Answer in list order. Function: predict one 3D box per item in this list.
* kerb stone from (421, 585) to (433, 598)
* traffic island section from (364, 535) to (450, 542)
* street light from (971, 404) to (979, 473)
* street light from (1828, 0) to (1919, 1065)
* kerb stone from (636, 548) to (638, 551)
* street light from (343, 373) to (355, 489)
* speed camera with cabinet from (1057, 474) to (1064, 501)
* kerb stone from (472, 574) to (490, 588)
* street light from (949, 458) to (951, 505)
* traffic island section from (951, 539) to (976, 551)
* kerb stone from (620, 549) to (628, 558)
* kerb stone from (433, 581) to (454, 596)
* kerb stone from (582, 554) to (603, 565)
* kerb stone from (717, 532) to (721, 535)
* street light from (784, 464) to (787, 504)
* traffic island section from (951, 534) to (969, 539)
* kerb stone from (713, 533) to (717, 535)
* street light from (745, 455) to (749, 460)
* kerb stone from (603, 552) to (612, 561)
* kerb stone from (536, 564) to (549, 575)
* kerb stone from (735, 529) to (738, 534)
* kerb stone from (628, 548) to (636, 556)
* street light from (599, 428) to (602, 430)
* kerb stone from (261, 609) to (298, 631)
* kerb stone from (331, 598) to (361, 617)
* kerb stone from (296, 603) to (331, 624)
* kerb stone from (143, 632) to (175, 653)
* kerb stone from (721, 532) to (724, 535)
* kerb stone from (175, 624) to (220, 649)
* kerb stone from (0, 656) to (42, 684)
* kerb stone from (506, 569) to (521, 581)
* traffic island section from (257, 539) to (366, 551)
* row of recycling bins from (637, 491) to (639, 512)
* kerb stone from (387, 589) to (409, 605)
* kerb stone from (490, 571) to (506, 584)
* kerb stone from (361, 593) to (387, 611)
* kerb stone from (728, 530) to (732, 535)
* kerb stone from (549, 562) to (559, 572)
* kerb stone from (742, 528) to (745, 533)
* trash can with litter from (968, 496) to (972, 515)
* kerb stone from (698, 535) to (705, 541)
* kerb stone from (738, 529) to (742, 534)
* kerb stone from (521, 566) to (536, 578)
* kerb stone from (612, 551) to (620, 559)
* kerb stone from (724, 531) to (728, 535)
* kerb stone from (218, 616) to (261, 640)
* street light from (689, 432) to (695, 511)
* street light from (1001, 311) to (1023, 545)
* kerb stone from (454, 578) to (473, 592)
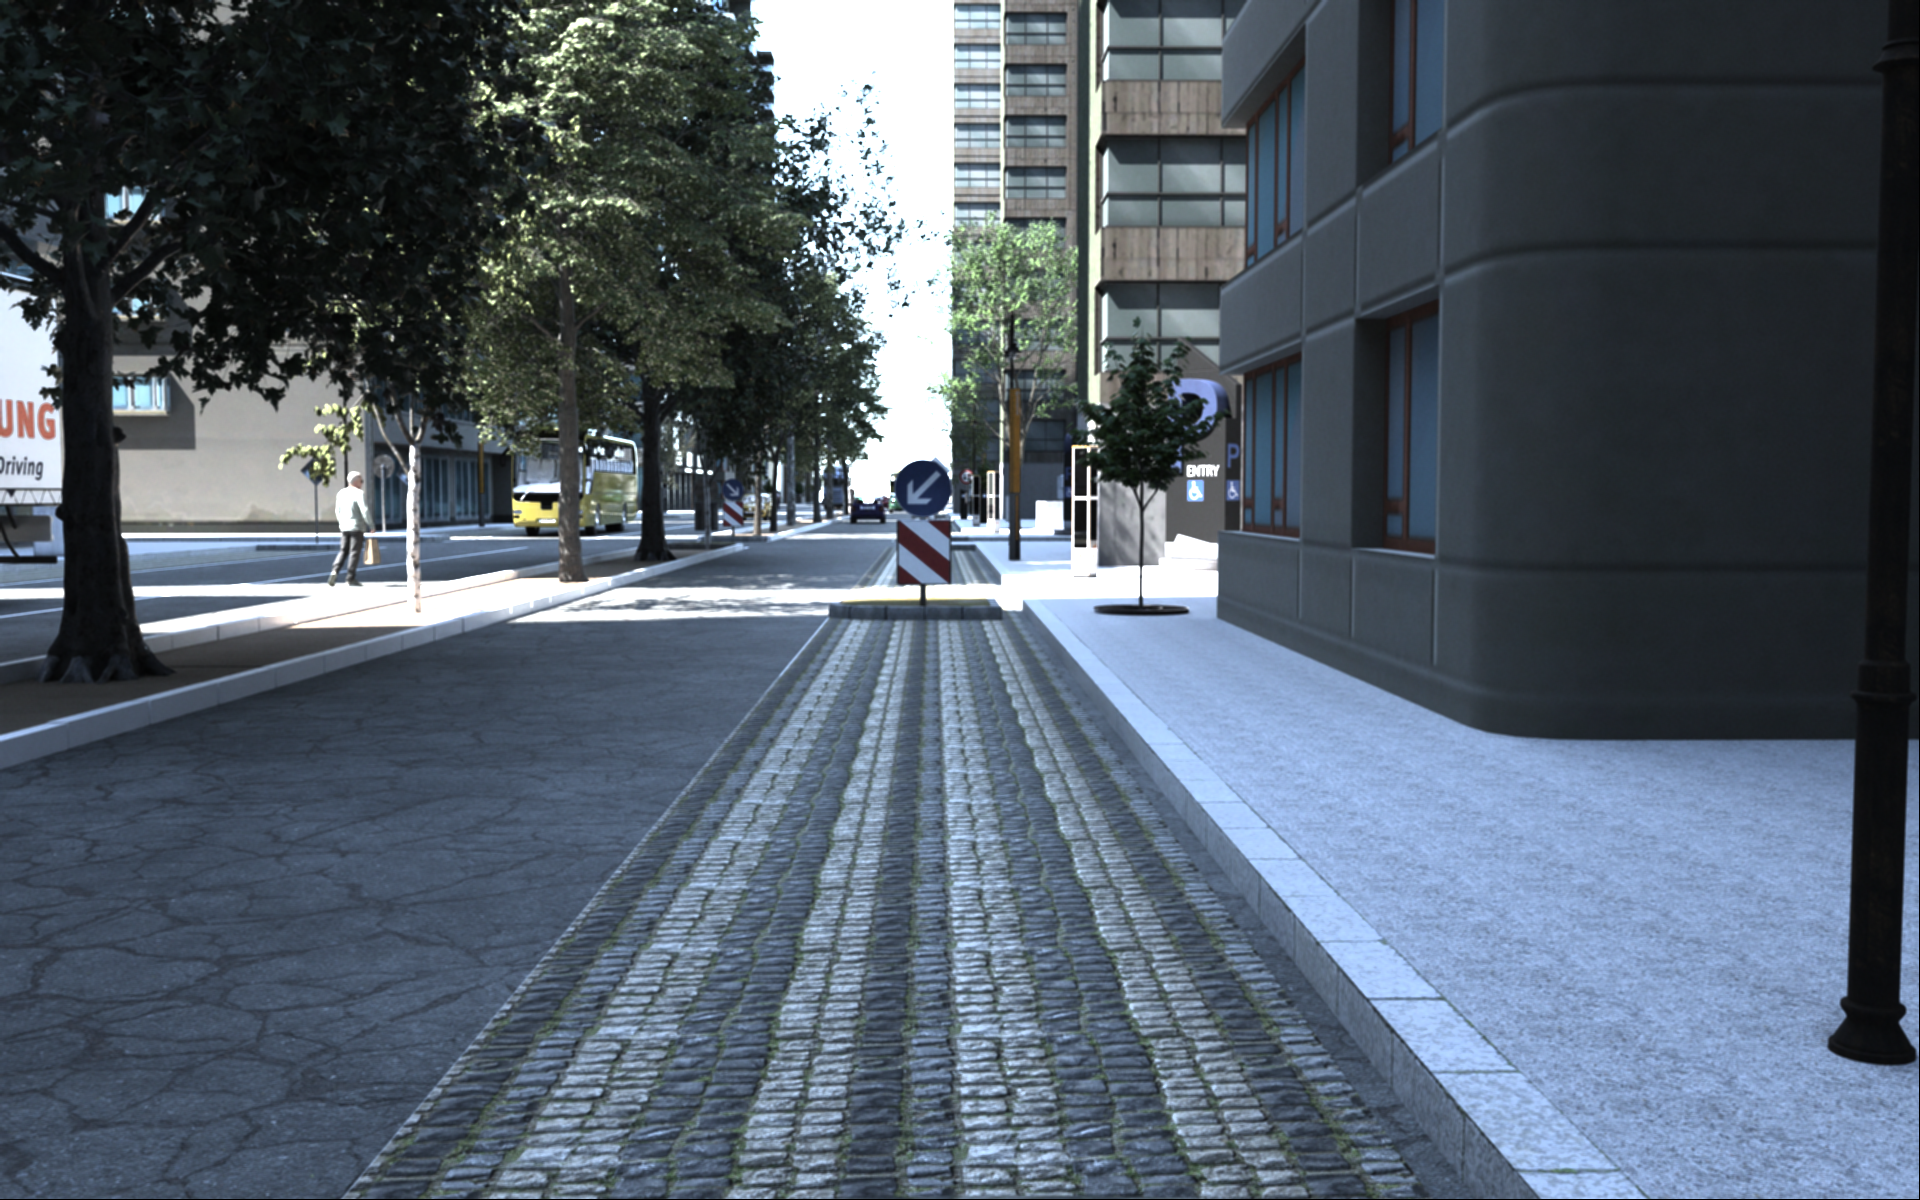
[{"bbox_3d":[-7.406,-0.083,23.555,0.120,0.150,1.000,0,4,-1],"label":"kerb stone"},{"bbox_3d":[-16.829,-1.874,52.918,2.009,0.180,2.903,0,4,-1],"label":"traffic island section"},{"bbox_3d":[0.712,-7.037,87.841,0.468,5.910,1.993,0,4,-1],"label":"street light"},{"bbox_3d":[2.093,-1.897,3.798,0.468,5.910,1.993,0,4,-1],"label":"street light"},{"bbox_3d":[-7.684,-1.147,40.957,0.120,0.150,1.000,0,4,-1],"label":"kerb stone"},{"bbox_3d":[-18.886,-4.920,53.238,0.468,5.910,1.993,0,4,-1],"label":"street light"},{"bbox_3d":[5.723,-5.422,82.987,2.038,3.252,0.660,1,4,16],"label":"speed camera with cabinet"},{"bbox_3d":[-7.449,-0.271,26.625,0.120,0.150,1.000,0,4,-1],"label":"kerb stone"},{"bbox_3d":[-1.204,-14.162,204.329,0.468,5.910,1.993,0,4,-1],"label":"street light"},{"bbox_3d":[-0.609,-1.401,45.191,2.009,0.180,2.903,0,4,-1],"label":"traffic island section"},{"bbox_3d":[-7.655,-1.019,38.907,0.120,0.150,1.000,0,4,-1],"label":"kerb stone"},{"bbox_3d":[-7.421,-0.144,24.578,0.120,0.150,1.000,0,4,-1],"label":"kerb stone"},{"bbox_3d":[-7.604,-0.830,35.841,0.120,0.150,1.000,0,4,-1],"label":"kerb stone"},{"bbox_3d":[-7.928,-2.061,55.901,0.120,0.150,1.000,0,4,-1],"label":"kerb stone"},{"bbox_3d":[-21.441,-14.725,213.534,0.468,5.910,1.993,0,4,-1],"label":"street light"},{"bbox_3d":[-0.740,-1.890,53.175,2.009,0.180,2.903,0,4,-1],"label":"traffic island section"},{"bbox_3d":[-7.915,-1.997,54.879,0.120,0.150,1.000,0,4,-1],"label":"kerb stone"},{"bbox_3d":[-20.763,-12.036,169.573,0.468,5.910,1.993,0,4,-1],"label":"street light"},{"bbox_3d":[-7.618,-0.897,36.862,0.120,0.150,1.000,0,4,-1],"label":"kerb stone"},{"bbox_3d":[-7.511,-0.519,30.716,0.120,0.150,1.000,0,4,-1],"label":"kerb stone"},{"bbox_3d":[-8.018,-2.375,61.030,0.120,0.150,1.000,0,4,-1],"label":"kerb stone"},{"bbox_3d":[-7.669,-1.082,39.935,0.120,0.150,1.000,0,4,-1],"label":"kerb stone"},{"bbox_3d":[-19.536,-7.369,93.270,0.468,5.910,1.993,0,4,-1],"label":"street light"},{"bbox_3d":[-7.320,0.233,18.424,0.120,0.150,1.000,0,4,-1],"label":"kerb stone"},{"bbox_3d":[-7.346,0.105,20.484,0.120,0.150,1.000,0,4,-1],"label":"kerb stone"},{"bbox_3d":[-7.332,0.168,19.456,0.120,0.150,1.000,0,4,-1],"label":"kerb stone"},{"bbox_3d":[-7.265,0.419,15.348,0.120,0.150,1.000,0,4,-1],"label":"kerb stone"},{"bbox_3d":[-7.948,-2.124,56.926,0.120,0.150,1.000,0,4,-1],"label":"kerb stone"},{"bbox_3d":[-7.286,0.361,16.371,0.120,0.150,1.000,0,4,-1],"label":"kerb stone"},{"bbox_3d":[-7.235,0.546,13.304,0.120,0.150,1.000,0,4,-1],"label":"kerb stone"},{"bbox_3d":[-7.490,-0.396,28.671,0.120,0.150,1.000,0,4,-1],"label":"kerb stone"},{"bbox_3d":[-16.698,-1.386,44.934,2.009,0.180,2.903,0,4,-1],"label":"traffic island section"},{"bbox_3d":[-24.085,-7.076,122.805,3.534,1.692,1.069,3,5,41],"label":"row of recycling bins"},{"bbox_3d":[-7.388,-0.015,22.533,0.120,0.150,1.000,0,4,-1],"label":"kerb stone"},{"bbox_3d":[-7.472,-0.330,27.647,0.120,0.150,1.000,0,4,-1],"label":"kerb stone"},{"bbox_3d":[-7.369,0.044,21.507,0.120,0.150,1.000,0,4,-1],"label":"kerb stone"},{"bbox_3d":[-7.978,-2.250,58.975,0.120,0.150,1.000,0,4,-1],"label":"kerb stone"},{"bbox_3d":[-7.531,-0.584,31.738,0.120,0.150,1.000,0,4,-1],"label":"kerb stone"},{"bbox_3d":[-8.042,-2.500,63.074,0.120,0.150,1.000,0,4,-1],"label":"kerb stone"},{"bbox_3d":[0.918,-5.782,105.927,0.624,1.170,1.055,-1,4,-21],"label":"trash can with litter"},{"bbox_3d":[-7.876,-1.874,52.836,0.120,0.150,1.000,0,4,-1],"label":"kerb stone"},{"bbox_3d":[-8.030,-2.437,62.052,0.120,0.150,1.000,0,4,-1],"label":"kerb stone"},{"bbox_3d":[-7.495,-0.456,29.693,0.120,0.150,1.000,0,4,-1],"label":"kerb stone"},{"bbox_3d":[-7.633,-0.960,37.885,0.120,0.150,1.000,0,4,-1],"label":"kerb stone"},{"bbox_3d":[-7.964,-2.183,57.948,0.120,0.150,1.000,0,4,-1],"label":"kerb stone"},{"bbox_3d":[-7.298,0.294,17.393,0.120,0.150,1.000,0,4,-1],"label":"kerb stone"},{"bbox_3d":[-20.044,-9.587,129.542,0.468,5.910,1.993,0,4,-1],"label":"street light"},{"bbox_3d":[1.308,-4.345,43.827,0.468,5.910,1.993,0,4,-1],"label":"street light"},{"bbox_3d":[-7.437,-0.202,25.603,0.120,0.150,1.000,0,4,-1],"label":"kerb stone"}]
